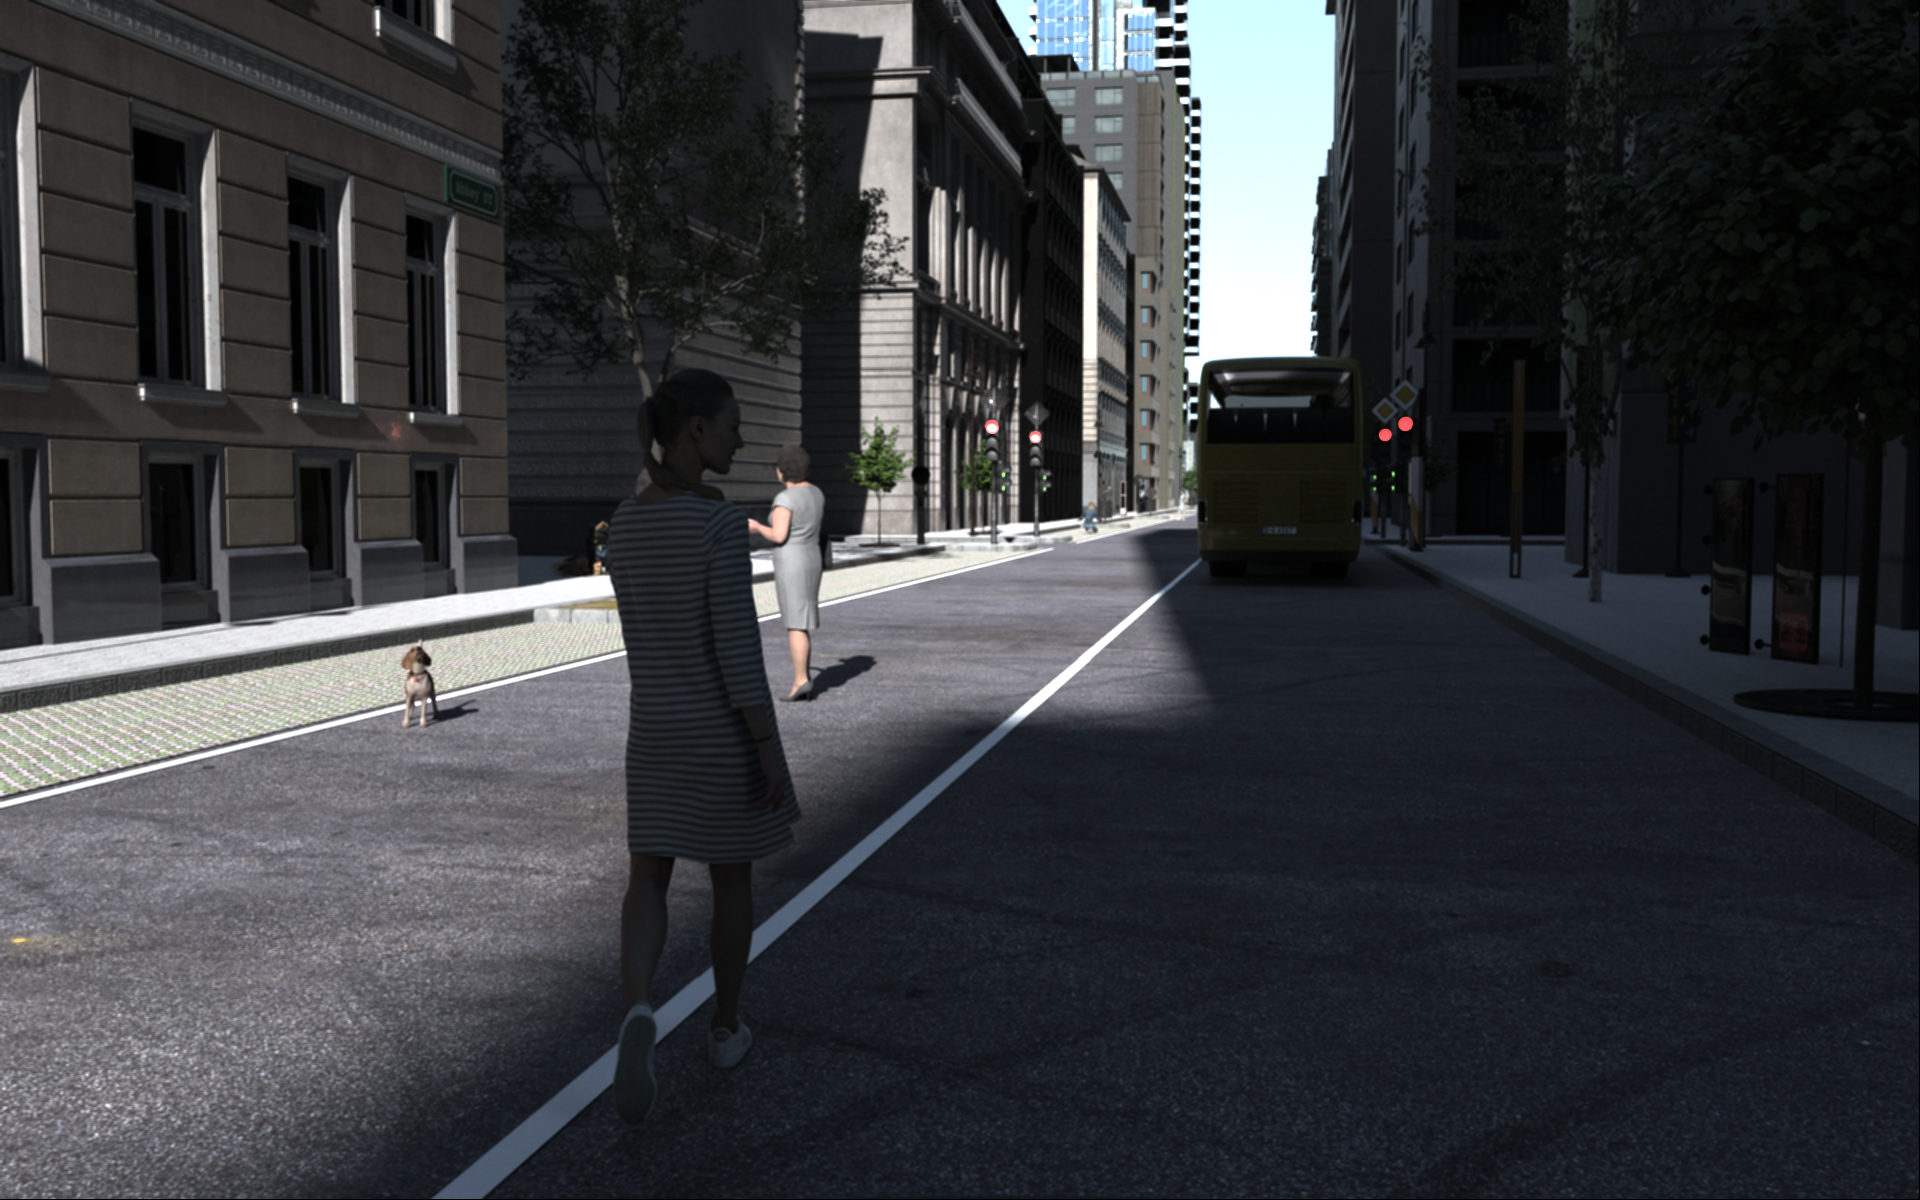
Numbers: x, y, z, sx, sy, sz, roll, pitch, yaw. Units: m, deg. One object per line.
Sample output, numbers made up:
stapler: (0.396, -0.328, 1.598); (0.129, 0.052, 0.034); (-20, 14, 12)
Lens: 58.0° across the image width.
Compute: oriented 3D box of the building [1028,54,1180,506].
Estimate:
building: (12.840, -29.349, 163.444); (14.154, 41.232, 14.086); (1, 4, 10)

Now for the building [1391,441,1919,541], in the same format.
building: (26.486, -38.002, 59.584); (20.611, 71.187, 20.563); (1, 4, 10)

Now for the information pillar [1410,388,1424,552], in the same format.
information pillar: (10.187, -2.890, 38.612); (0.183, 3.616, 0.504); (0, 4, -5)

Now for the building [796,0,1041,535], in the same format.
building: (-5.154, -13.694, 65.695); (13.314, 21.916, 24.055); (1, 4, 10)

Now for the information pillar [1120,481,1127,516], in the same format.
information pillar: (9.555, -5.908, 101.079); (0.304, 2.012, 0.304); (2, 4, 24)

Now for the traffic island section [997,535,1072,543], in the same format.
traffic island section: (2.280, -1.824, 52.103); (2.009, 0.180, 2.903); (1, 4, 10)

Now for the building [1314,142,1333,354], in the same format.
building: (59.400, -37.605, 234.445); (23.786, 49.044, 30.456); (1, 4, 10)

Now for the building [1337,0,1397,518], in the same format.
building: (33.547, -29.220, 101.456); (21.300, 48.544, 21.600); (1, 4, 10)

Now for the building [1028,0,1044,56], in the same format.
building: (20.149, -55.799, 224.976); (22.319, 86.520, 31.000); (1, 4, 10)

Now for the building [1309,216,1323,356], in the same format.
building: (64.692, -37.281, 264.168); (22.147, 44.769, 28.867); (1, 4, 10)

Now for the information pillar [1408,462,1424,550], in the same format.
information pillar: (10.464, -2.157, 39.754); (0.304, 2.012, 0.304); (0, 4, 5)

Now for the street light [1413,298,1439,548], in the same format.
street light: (11.026, -4.178, 41.102); (0.468, 5.910, 1.993); (1, 4, 10)

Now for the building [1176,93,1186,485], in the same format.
building: (17.482, -33.109, 191.434); (14.600, 45.320, 14.200); (1, 4, 10)

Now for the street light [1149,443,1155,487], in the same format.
street light: (14.191, -9.518, 128.401); (0.468, 5.910, 1.993); (1, 4, 10)

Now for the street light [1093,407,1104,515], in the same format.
street light: (7.233, -7.191, 90.363); (0.468, 5.910, 1.993); (1, 4, 10)

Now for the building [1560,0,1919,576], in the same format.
building: (18.633, -21.302, 31.887); (14.154, 41.232, 14.086); (1, 4, 10)

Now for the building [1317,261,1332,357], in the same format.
building: (51.163, -27.046, 213.905); (14.160, 30.474, 14.107); (1, 4, 10)

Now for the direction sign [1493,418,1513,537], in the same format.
direction sign: (16.384, -3.658, 51.802); (0.876, 3.537, 0.379); (0, 4, 0)

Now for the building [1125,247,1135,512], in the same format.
building: (5.175, -17.684, 118.813); (12.332, 23.373, 15.834); (1, 4, 10)

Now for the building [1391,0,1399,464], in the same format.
building: (26.860, -26.078, 76.494); (14.600, 45.320, 14.200); (1, 4, 10)

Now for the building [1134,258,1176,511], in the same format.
building: (3.097, -18.255, 143.501); (27.650, 21.520, 28.899); (1, 4, 10)

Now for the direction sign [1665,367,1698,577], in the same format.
direction sign: (11.131, -2.125, 26.735); (0.379, 3.537, 0.876); (0, 4, -3)

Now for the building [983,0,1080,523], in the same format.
building: (-0.936, -15.623, 85.118); (12.332, 23.373, 15.834); (1, 4, 10)

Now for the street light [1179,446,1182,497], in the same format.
street light: (21.150, -11.830, 166.205); (0.468, 5.910, 1.993); (1, 4, 10)

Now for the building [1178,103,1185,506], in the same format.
building: (15.473, -30.193, 177.256); (14.154, 41.232, 14.086); (1, 4, 10)

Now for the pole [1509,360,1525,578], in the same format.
pole: (8.495, -1.991, 26.393); (0.158, 3.312, 0.155); (0, 3, 0)

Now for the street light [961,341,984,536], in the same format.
street light: (0.383, -4.879, 52.562); (0.468, 5.910, 1.993); (1, 4, 10)

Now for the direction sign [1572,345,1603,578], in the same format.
direction sign: (9.662, -2.120, 26.656); (0.379, 3.537, 0.876); (3, 5, 43)

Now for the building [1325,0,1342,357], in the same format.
building: (48.598, -34.947, 160.615); (28.713, 52.752, 27.495); (1, 4, 10)

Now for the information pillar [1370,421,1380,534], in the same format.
information pillar: (13.382, -3.944, 55.847); (0.183, 3.616, 0.504); (-1, 4, -10)

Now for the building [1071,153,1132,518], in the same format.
building: (4.374, -15.436, 101.523); (9.793, 20.994, 18.267); (1, 4, 10)

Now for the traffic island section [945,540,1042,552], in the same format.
traffic island section: (0.843, -1.344, 44.247); (2.009, 0.180, 2.903); (1, 4, 10)
